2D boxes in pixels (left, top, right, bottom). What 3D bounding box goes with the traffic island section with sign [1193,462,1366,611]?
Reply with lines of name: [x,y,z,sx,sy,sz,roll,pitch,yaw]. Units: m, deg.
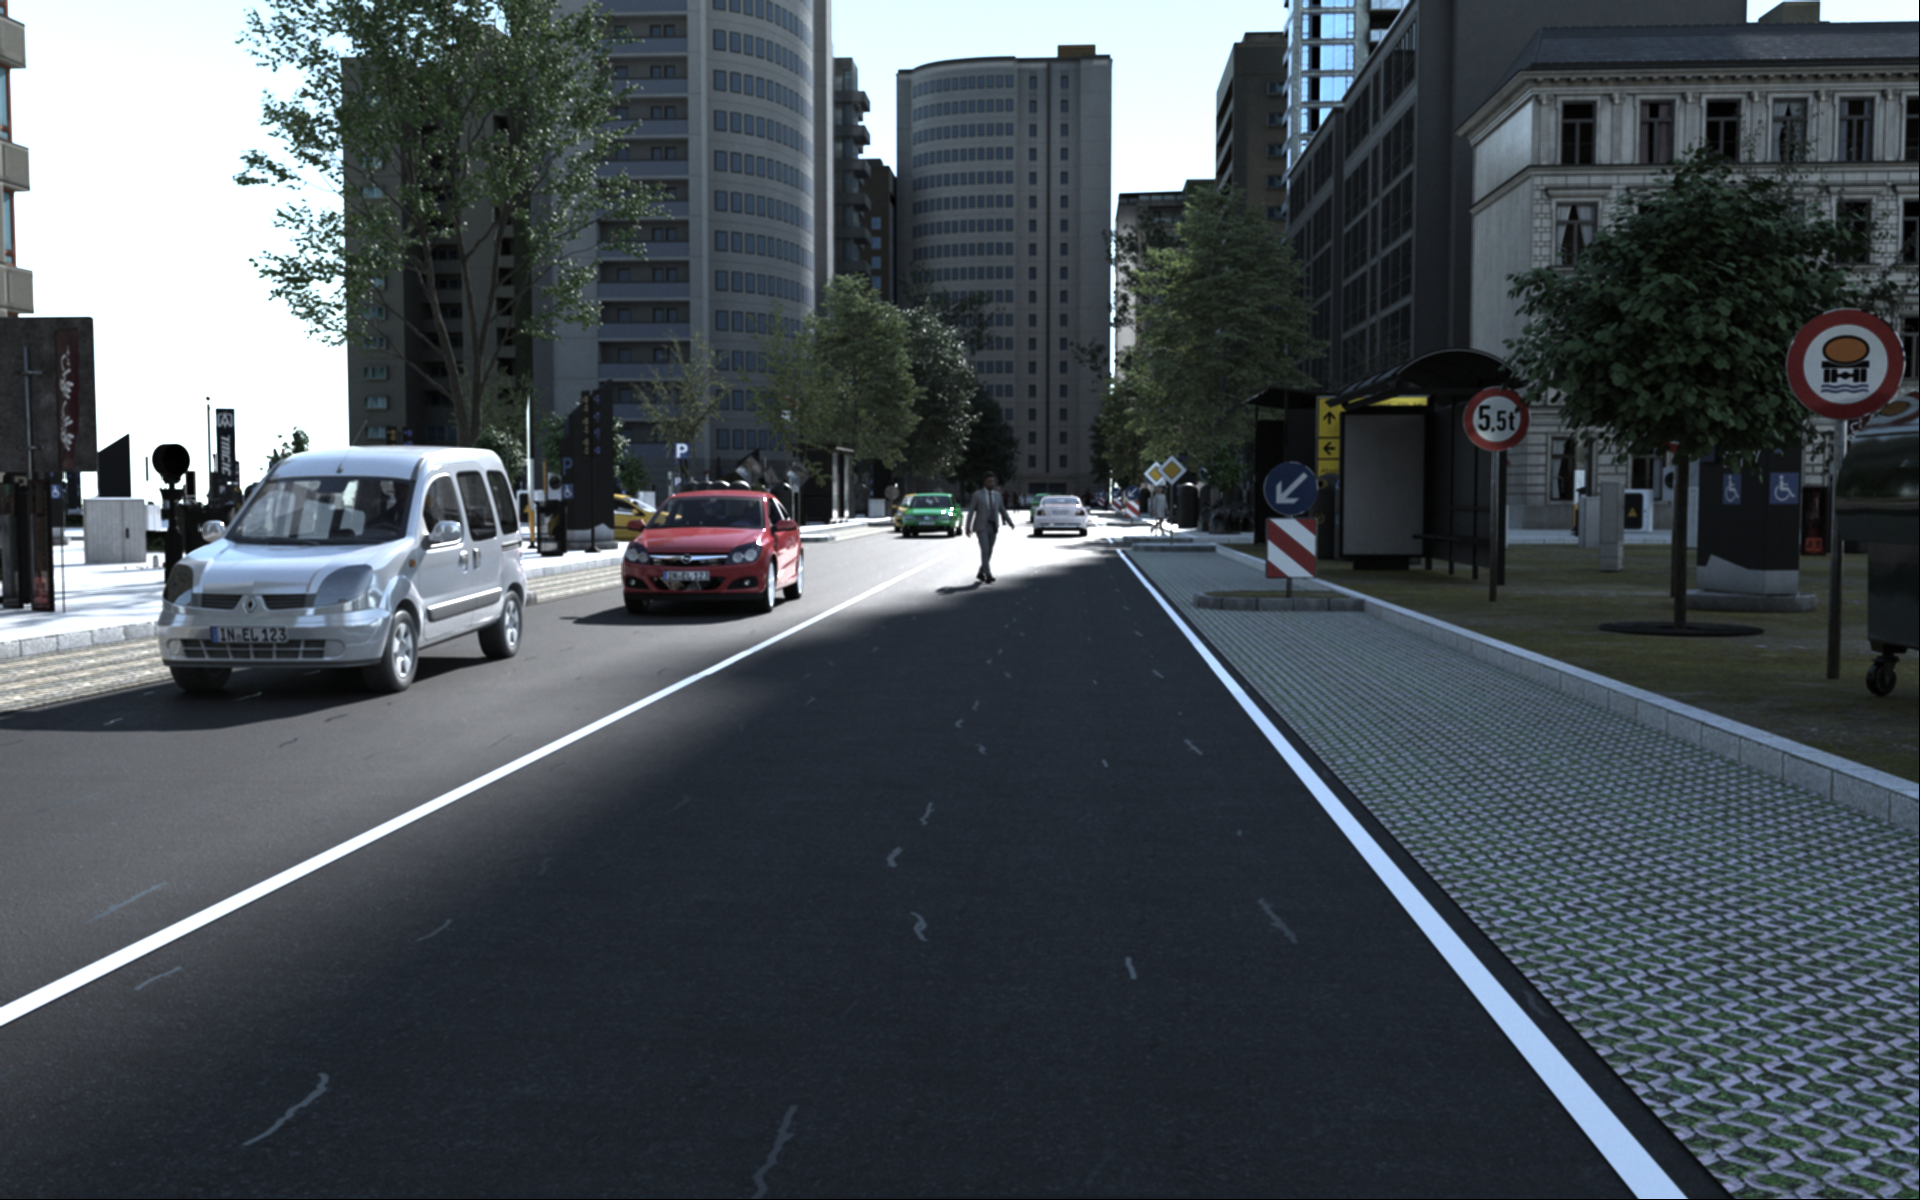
traffic island section with sign: [3.998,-0.818,22.004,1.989,1.847,2.006,0,4,4]

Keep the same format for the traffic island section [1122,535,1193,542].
traffic island section: [5.908,-1.819,52.028,2.009,0.180,2.903,0,4,4]

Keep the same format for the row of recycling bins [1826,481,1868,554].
row of recycling bins: [20.664,-1.890,38.011,3.534,1.692,1.069,-1,4,-16]

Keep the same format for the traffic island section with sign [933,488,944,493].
traffic island section with sign: [-1.264,-5.852,104.302,1.989,1.847,2.006,0,4,4]

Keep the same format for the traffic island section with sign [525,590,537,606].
traffic island section with sign: [-6.543,-0.829,22.177,1.989,1.847,2.006,0,4,4]

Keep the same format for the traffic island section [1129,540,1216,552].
traffic island section: [5.397,-1.332,44.059,2.009,0.180,2.903,0,4,4]

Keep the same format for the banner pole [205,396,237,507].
banner pole: [-18.954,-3.323,44.345,0.863,3.779,0.401,-1,4,-16]

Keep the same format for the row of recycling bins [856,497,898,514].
row of recycling bins: [-5.493,-6.302,110.157,3.534,1.692,1.069,2,4,27]

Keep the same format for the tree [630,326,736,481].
tree: [-11.929,-7.646,75.378,4.360,8.622,3.978,0,3,0]

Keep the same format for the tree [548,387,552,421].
tree: [-26.082,-9.263,101.817,4.737,8.622,4.395,0,3,0]

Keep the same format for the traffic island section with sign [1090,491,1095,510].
traffic island section with sign: [12.435,-8.865,153.574,1.989,1.847,2.006,0,4,4]

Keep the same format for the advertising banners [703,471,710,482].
advertising banners: [-18.074,-8.128,129.075,2.074,3.025,0.090,0,4,-6]

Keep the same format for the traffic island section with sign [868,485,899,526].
traffic island section with sign: [-3.010,-4.197,77.257,1.989,1.847,2.006,0,4,4]

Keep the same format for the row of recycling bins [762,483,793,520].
row of recycling bins: [-7.747,-3.340,61.722,3.534,1.692,1.069,-1,4,-10]

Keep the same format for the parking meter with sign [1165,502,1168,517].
parking meter with sign: [12.162,-6.124,96.392,1.738,3.016,0.543,0,4,-6]

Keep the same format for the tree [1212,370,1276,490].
tree: [16.559,-9.140,99.795,4.360,8.622,3.978,0,3,0]

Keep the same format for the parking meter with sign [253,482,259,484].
parking meter with sign: [-43.492,-6.804,107.512,1.738,3.016,0.543,0,4,-5]

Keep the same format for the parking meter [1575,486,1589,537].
parking meter: [18.790,-2.684,52.301,0.372,1.533,0.369,0,3,0]

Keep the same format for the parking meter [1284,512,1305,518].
parking meter: [6.811,-1.813,35.348,0.399,1.863,0.255,-1,4,-13]

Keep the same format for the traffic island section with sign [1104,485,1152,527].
traffic island section with sign: [7.502,-4.167,76.759,1.989,1.847,2.006,0,4,4]

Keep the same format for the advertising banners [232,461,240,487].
advertising banners: [-37.220,-5.792,90.892,2.074,3.025,0.090,-1,4,-11]

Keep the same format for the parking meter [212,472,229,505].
parking meter: [-19.524,-2.445,45.692,0.255,1.863,0.399,2,4,28]

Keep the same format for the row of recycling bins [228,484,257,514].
row of recycling bins: [-28.628,-3.930,71.376,3.534,1.692,1.069,-2,4,-35]

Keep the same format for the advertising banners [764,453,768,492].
advertising banners: [-8.085,-4.659,72.361,0.090,3.025,2.074,-1,4,-8]

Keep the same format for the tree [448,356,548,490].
tree: [-25.531,-8.721,92.948,4.737,8.622,4.395,0,3,0]

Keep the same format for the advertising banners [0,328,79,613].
advertising banners: [-10.081,-1.391,18.932,2.074,3.025,0.090,3,4,39]

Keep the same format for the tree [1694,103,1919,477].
tree: [15.750,-5.051,32.951,4.360,8.622,3.978,0,3,0]

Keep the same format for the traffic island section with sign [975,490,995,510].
traffic island section with sign: [1.939,-8.907,154.254,1.989,1.847,2.006,0,4,4]

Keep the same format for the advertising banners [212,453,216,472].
advertising banners: [-32.062,-4.824,75.056,0.090,3.025,2.074,0,4,-7]

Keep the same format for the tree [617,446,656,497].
tree: [-13.203,-4.641,70.484,1.663,3.219,1.824,0,3,0]

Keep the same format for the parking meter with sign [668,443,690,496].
parking meter with sign: [-9.730,-3.868,59.511,0.543,3.016,1.738,-1,4,-21]

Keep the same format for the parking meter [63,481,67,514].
parking meter: [-40.415,-4.421,77.987,0.255,1.863,0.399,0,4,-8]

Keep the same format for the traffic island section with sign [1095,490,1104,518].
traffic island section with sign: [9.234,-5.812,103.659,1.989,1.847,2.006,0,4,4]

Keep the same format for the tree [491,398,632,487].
tree: [-12.891,-4.635,59.490,4.285,4.588,4.351,0,3,0]

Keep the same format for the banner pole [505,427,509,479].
banner pole: [-16.957,-4.580,64.901,0.401,3.779,0.863,-1,4,-12]

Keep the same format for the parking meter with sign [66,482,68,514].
parking meter with sign: [-59.194,-7.210,114.145,1.738,3.016,0.543,2,4,26]

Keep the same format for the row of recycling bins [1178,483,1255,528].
row of recycling bins: [9.935,-3.577,65.602,3.534,1.692,1.069,2,4,25]

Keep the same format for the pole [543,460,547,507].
pole: [-23.554,-6.386,98.251,0.158,3.312,0.155,0,3,0]

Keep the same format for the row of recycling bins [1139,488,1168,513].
row of recycling bins: [13.769,-6.691,116.508,3.534,1.692,1.069,1,4,15]

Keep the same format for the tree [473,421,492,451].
tree: [-21.034,-5.770,78.060,4.285,4.588,4.351,0,3,0]

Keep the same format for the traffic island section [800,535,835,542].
traffic island section: [-4.911,-1.862,52.724,2.009,0.180,2.903,0,4,4]

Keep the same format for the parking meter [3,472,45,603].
parking meter: [-11.049,-0.903,20.470,0.399,1.863,0.255,0,4,-8]

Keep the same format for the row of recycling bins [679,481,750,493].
row of recycling bins: [-7.808,-2.936,55.112,1.069,1.692,3.534,-3,5,-40]

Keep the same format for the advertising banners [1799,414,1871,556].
advertising banners: [17.800,-2.442,36.110,2.074,3.025,0.090,2,4,30]

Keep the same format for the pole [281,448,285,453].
pole: [-30.007,-5.077,76.853,0.158,3.312,0.155,0,3,0]

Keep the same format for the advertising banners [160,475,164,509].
advertising banners: [-54.823,-7.522,119.168,0.090,3.025,2.074,-1,4,-11]

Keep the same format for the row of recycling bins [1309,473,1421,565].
row of recycling bins: [7.680,-1.577,32.903,1.069,1.692,3.534,-1,4,-14]

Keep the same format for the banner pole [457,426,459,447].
banner pole: [-13.145,-3.410,45.775,0.401,3.779,0.863,-2,4,-35]
